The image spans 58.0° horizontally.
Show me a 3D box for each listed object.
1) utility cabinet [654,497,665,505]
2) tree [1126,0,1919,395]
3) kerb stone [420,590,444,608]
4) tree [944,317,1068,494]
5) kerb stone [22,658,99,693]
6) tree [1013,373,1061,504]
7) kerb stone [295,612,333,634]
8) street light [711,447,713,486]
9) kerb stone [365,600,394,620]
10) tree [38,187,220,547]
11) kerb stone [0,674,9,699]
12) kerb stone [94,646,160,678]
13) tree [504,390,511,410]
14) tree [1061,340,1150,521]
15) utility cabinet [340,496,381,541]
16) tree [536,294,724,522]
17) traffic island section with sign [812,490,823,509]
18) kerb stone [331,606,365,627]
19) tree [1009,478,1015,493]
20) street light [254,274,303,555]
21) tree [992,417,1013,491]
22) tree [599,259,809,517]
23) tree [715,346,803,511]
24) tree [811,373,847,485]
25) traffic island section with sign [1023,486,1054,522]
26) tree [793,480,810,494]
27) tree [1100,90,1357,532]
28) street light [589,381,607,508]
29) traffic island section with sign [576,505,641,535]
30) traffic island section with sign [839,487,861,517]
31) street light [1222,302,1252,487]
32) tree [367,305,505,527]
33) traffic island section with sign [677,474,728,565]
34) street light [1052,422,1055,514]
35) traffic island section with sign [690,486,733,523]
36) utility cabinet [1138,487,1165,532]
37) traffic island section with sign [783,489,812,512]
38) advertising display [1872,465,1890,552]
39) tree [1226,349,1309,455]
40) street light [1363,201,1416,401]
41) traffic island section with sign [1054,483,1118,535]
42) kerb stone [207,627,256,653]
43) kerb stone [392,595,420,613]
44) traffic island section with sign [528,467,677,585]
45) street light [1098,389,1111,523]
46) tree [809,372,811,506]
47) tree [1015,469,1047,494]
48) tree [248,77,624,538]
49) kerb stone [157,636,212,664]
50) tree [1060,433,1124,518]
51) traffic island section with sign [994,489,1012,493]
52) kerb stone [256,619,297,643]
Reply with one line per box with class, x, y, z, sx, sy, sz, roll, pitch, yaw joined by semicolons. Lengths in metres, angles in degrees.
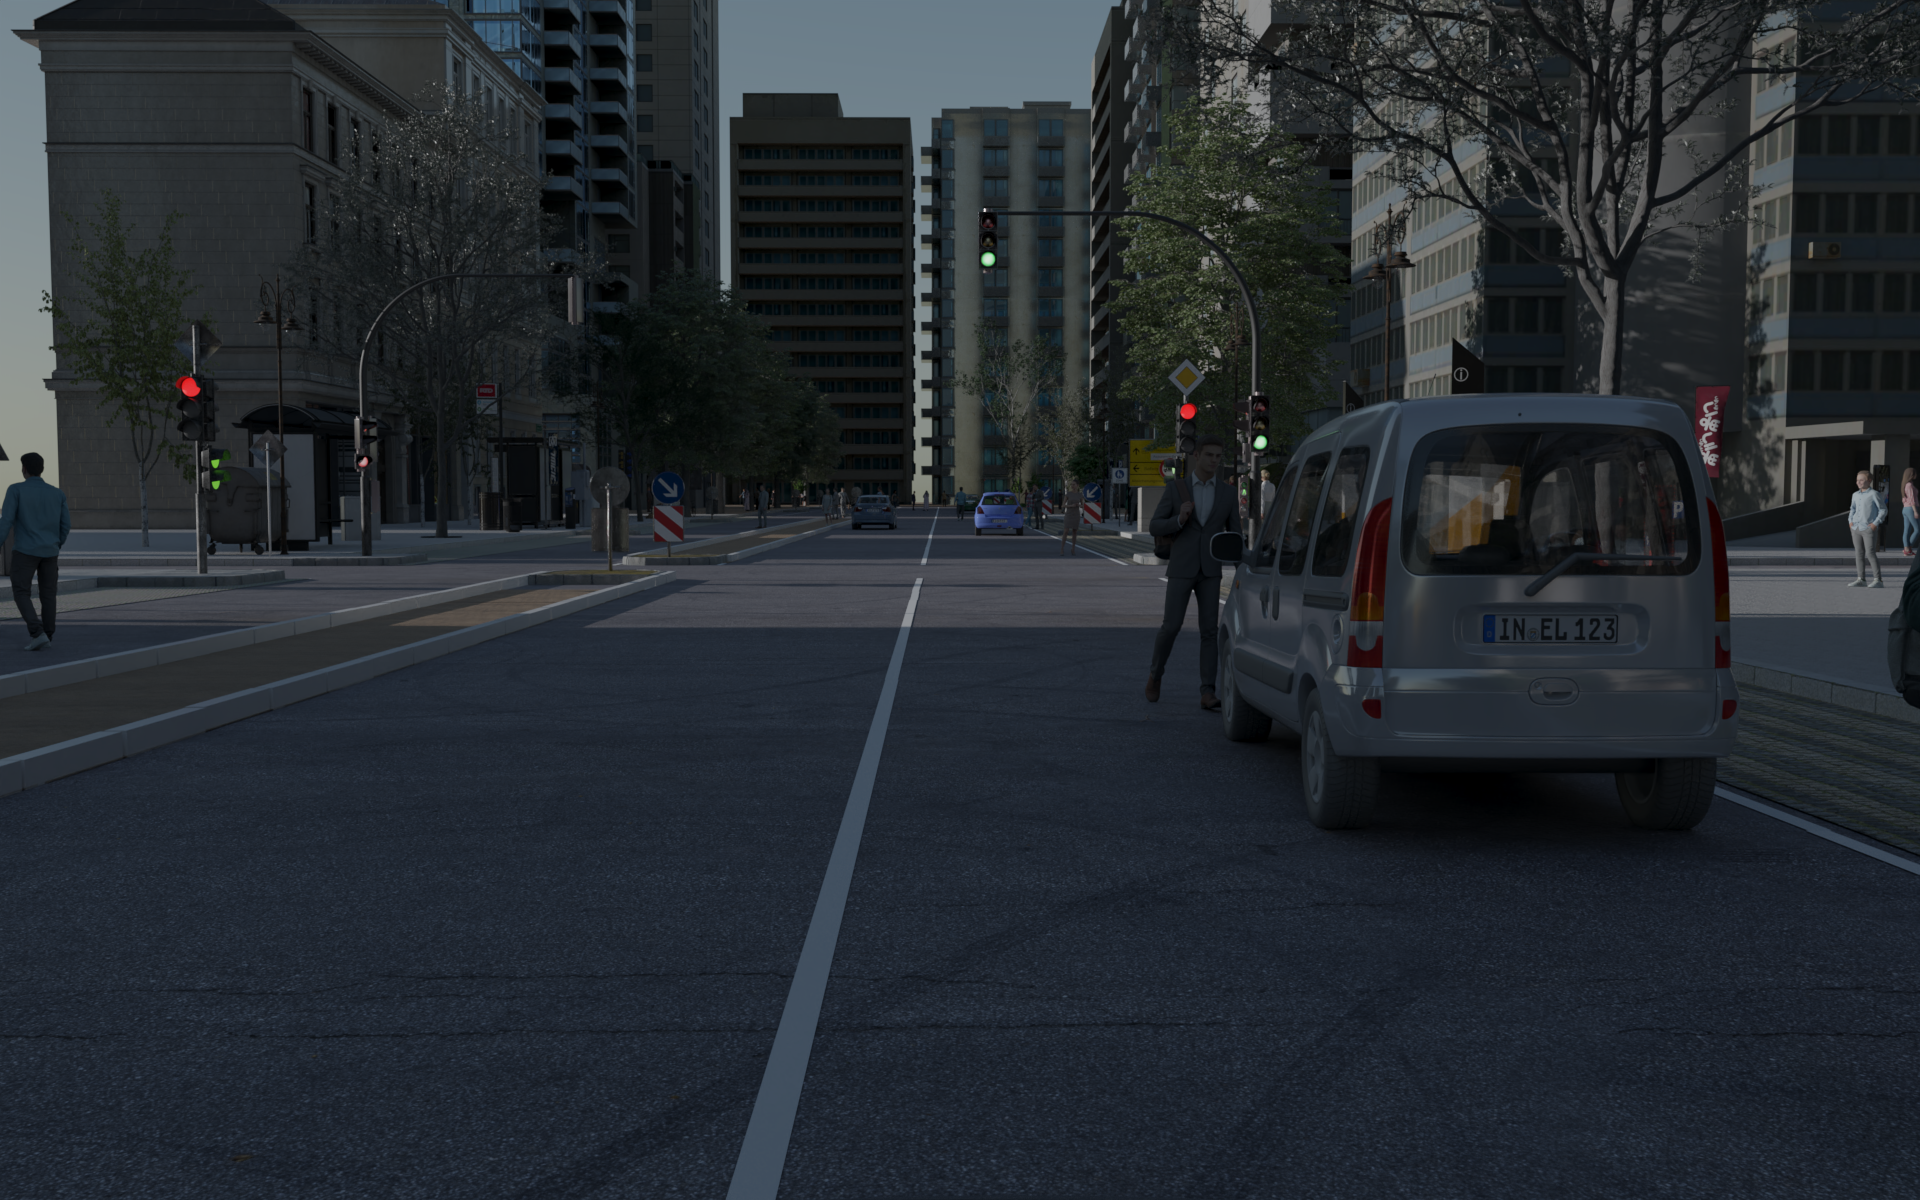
utility cabinet;-16.160;-5.261;94.700;1.173;1.500;0.318;-1;4;-13
tree;6.918;-6.600;18.276;12.009;13.543;11.850;0;3;0
kerb stone;-6.822;0.006;22.101;0.120;0.150;1.000;0;4;-1
tree;4.332;-20.206;186.257;12.611;20.169;13.585;0;3;0
kerb stone;-6.731;0.571;12.879;0.120;0.150;1.000;0;4;-1
tree;6.182;-9.356;103.325;4.360;8.622;3.978;0;3;0
kerb stone;-6.784;0.262;18.008;0.120;0.150;1.000;0;4;-1
street light;-15.055;-8.090;105.060;0.468;5.910;1.993;0;4;-1
kerb stone;-6.806;0.139;20.054;0.120;0.150;1.000;0;4;-1
tree;-19.776;-5.588;41.728;4.737;8.622;4.395;0;3;0
kerb stone;-6.726;0.636;11.858;0.120;0.150;1.000;0;4;-1
kerb stone;-6.736;0.507;13.905;0.120;0.150;1.000;0;4;-1
tree;-20.398;-7.406;71.449;4.360;8.622;3.978;0;3;0
tree;7.261;-8.142;83.490;4.360;8.622;3.978;0;3;0
utility cabinet;-16.563;-2.245;47.865;1.020;1.237;0.306;-3;5;-42
tree;-15.021;-8.930;80.420;8.767;10.594;7.601;-2;4;-34
traffic island section with sign;-13.324;-9.589;165.407;1.989;1.847;2.006;0;4;-1
kerb stone;-6.790;0.195;19.030;0.120;0.150;1.000;0;4;-1
tree;6.108;-11.184;177.464;1.663;3.219;1.824;0;3;0
street light;-14.308;-3.896;36.495;0.468;5.910;1.993;0;4;-1
tree;5.246;-12.833;160.185;4.360;8.622;3.978;0;3;0
tree;-15.229;-11.583;96.029;9.857;13.997;8.962;0;3;0
tree;-15.323;-12.982;130.387;7.486;12.596;7.792;0;3;0
tree;-16.598;-15.285;156.559;9.857;13.997;8.962;0;3;0
traffic island section with sign;4.194;-4.838;87.722;1.989;1.847;2.006;0;4;-1
tree;-16.664;-11.347;180.121;1.663;3.219;1.824;0;3;0
tree;7.614;-8.028;49.389;7.486;12.596;7.792;0;3;0
street light;-14.773;-5.993;70.776;0.468;5.910;1.993;0;4;-1
traffic island section with sign;-12.256;-3.176;60.559;1.989;1.847;2.006;0;4;-1
traffic island section with sign;-6.675;-6.280;110.809;2.006;1.907;1.989;0;4;-1
street light;6.662;-4.221;41.809;0.468;5.910;1.993;0;4;-1
tree;-20.440;-7.099;66.438;4.360;8.622;3.978;0;3;0
traffic island section with sign;-5.899;-1.684;35.674;2.006;1.907;1.989;0;4;-1
street light;5.950;-8.426;110.558;0.468;5.910;1.993;0;4;-1
traffic island section with sign;-12.527;-4.825;87.513;1.989;1.847;2.006;0;4;-1
utility cabinet;6.542;-3.011;57.903;1.173;1.500;0.318;-1;4;-18
traffic island section with sign;-13.047;-7.922;138.151;1.989;1.847;2.006;0;4;-1
advertising display;20.281;-2.015;38.159;0.123;1.923;0.974;3;5;41
tree;13.876;-7.767;77.359;4.737;8.622;4.395;0;3;0
street light;6.826;-3.357;27.680;0.468;5.910;1.993;0;4;-1
traffic island section with sign;4.466;-3.189;60.768;1.989;1.847;2.006;0;4;-1
kerb stone;-6.766;0.382;15.956;0.120;0.150;1.000;0;4;-1
kerb stone;-6.821;0.068;21.079;0.120;0.150;1.000;0;4;-1
traffic island section with sign;-5.833;-1.231;28.268;2.006;1.907;1.989;0;4;-1
street light;6.322;-6.318;76.092;0.468;5.910;1.993;0;4;-1
tree;-15.340;-12.493;110.914;9.857;13.997;8.962;0;3;0
tree;5.650;-8.459;132.911;1.663;3.219;1.824;0;3;0
tree;-15.090;-8.571;50.513;12.009;13.543;11.850;0;3;0
kerb stone;-6.744;0.444;14.934;0.120;0.150;1.000;0;4;-1
tree;7.099;-6.732;93.787;4.285;4.588;4.351;0;3;0
traffic island section with sign;3.681;-7.906;137.884;1.989;1.847;2.006;0;4;-1
kerb stone;-6.774;0.323;16.978;0.120;0.150;1.000;0;4;-1
